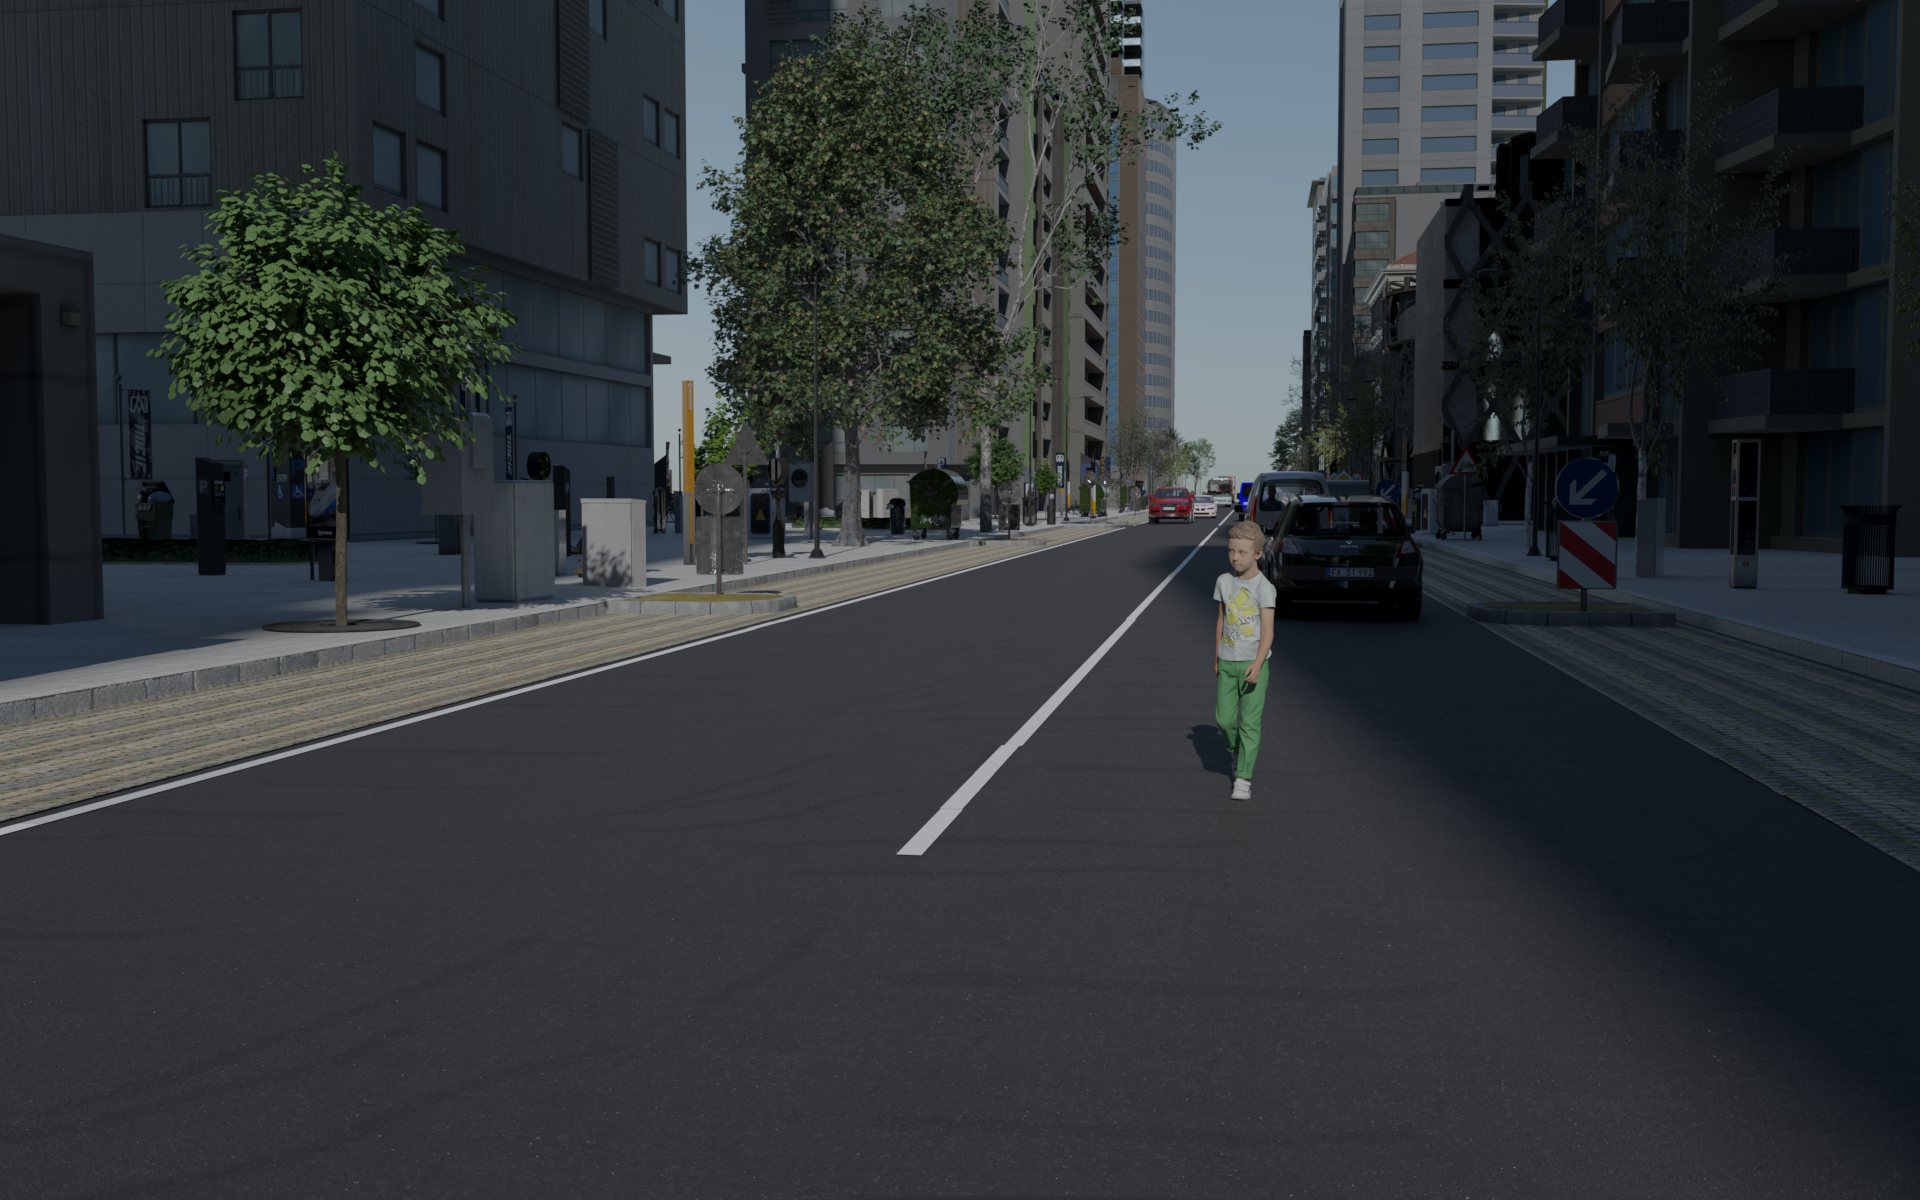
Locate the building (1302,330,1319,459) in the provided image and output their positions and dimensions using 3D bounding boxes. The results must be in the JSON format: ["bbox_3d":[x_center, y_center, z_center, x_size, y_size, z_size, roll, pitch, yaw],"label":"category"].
[{"bbox_3d":[66.543,-32.390,301.283,14.160,30.474,14.107,1,4,9],"label":"building"}]

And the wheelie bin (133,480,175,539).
[{"bbox_3d":[-18.691,-1.976,40.209,0.980,1.594,0.693,1,4,18],"label":"wheelie bin"}]

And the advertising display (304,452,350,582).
[{"bbox_3d":[-9.317,-1.241,25.505,0.974,1.923,0.123,3,4,38],"label":"advertising display"}]

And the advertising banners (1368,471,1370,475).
[{"bbox_3d":[30.385,-8.150,129.434,0.090,3.025,2.074,2,4,26],"label":"advertising banners"}]

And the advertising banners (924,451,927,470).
[{"bbox_3d":[-1.536,-4.517,70.049,0.090,3.025,2.074,1,4,11],"label":"advertising banners"}]

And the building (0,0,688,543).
[{"bbox_3d":[-26.144,-28.733,59.019,27.495,52.752,28.713,1,4,9],"label":"building"}]

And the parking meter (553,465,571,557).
[{"bbox_3d":[-8.174,-1.826,35.568,0.255,1.863,0.399,0,4,7],"label":"parking meter"}]

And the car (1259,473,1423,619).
[{"bbox_3d":[4.630,-0.703,21.276,2.009,1.686,4.222,1,4,8],"label":"car"}]

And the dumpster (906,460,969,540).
[{"bbox_3d":[-0.649,-2.819,48.577,1.502,2.255,1.985,1,4,9],"label":"dumpster"}]

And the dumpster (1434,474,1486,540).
[{"bbox_3d":[14.084,-2.631,48.768,1.264,1.857,1.865,1,4,9],"label":"dumpster"}]

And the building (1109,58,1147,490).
[{"bbox_3d":[12.275,-32.600,183.128,14.600,45.320,14.200,1,4,9],"label":"building"}]

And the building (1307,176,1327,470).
[{"bbox_3d":[70.637,-42.180,278.874,28.713,52.752,27.495,1,4,9],"label":"building"}]

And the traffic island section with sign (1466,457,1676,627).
[{"bbox_3d":[6.820,-0.669,19.571,1.989,1.847,2.006,1,4,9],"label":"traffic island section with sign"}]

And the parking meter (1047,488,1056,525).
[{"bbox_3d":[3.808,-3.901,72.186,0.372,1.533,0.369,0,3,0],"label":"parking meter"}]

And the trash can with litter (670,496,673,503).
[{"bbox_3d":[-20.183,-7.128,127.601,2.233,1.210,1.678,2,4,34],"label":"trash can with litter"}]

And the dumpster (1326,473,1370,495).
[{"bbox_3d":[15.149,-3.880,68.388,1.985,2.255,1.502,1,4,10],"label":"dumpster"}]

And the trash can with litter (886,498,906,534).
[{"bbox_3d":[-2.028,-2.688,55.343,0.624,1.170,1.055,0,4,1],"label":"trash can with litter"}]

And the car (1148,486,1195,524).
[{"bbox_3d":[10.363,-4.652,84.740,2.281,1.827,5.304,1,4,10],"label":"car"}]

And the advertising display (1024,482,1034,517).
[{"bbox_3d":[3.843,-5.586,96.547,0.123,1.923,0.974,2,4,32],"label":"advertising display"}]

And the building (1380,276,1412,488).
[{"bbox_3d":[37.898,-15.480,120.553,16.820,18.784,16.811,1,4,9],"label":"building"}]

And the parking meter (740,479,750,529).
[{"bbox_3d":[-7.828,-3.513,63.154,0.399,1.863,0.255,-1,4,-10],"label":"parking meter"}]

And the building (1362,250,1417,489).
[{"bbox_3d":[38.912,-18.552,139.475,11.583,22.565,21.152,1,4,9],"label":"building"}]

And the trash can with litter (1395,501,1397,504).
[{"bbox_3d":[23.281,-4.998,93.108,0.624,1.170,1.055,3,5,43],"label":"trash can with litter"}]

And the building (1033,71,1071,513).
[{"bbox_3d":[-0.065,-21.290,119.799,14.160,30.474,14.107,1,4,9],"label":"building"}]

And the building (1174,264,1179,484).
[{"bbox_3d":[23.990,-40.711,285.224,23.786,49.044,30.456,1,4,9],"label":"building"}]

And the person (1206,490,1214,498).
[{"bbox_3d":[26.082,-10.592,181.642,0.705,1.831,1.348,-3,5,-45],"label":"person"}]

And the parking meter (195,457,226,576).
[{"bbox_3d":[-11.836,-1.325,27.375,0.399,1.863,0.255,1,4,22],"label":"parking meter"}]

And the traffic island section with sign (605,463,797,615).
[{"bbox_3d":[-3.093,-0.779,21.364,1.989,1.847,2.006,1,4,9],"label":"traffic island section with sign"}]

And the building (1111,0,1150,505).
[{"bbox_3d":[11.783,-54.566,204.821,22.319,86.520,31.000,1,4,9],"label":"building"}]

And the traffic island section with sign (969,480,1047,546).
[{"bbox_3d":[1.372,-2.421,48.209,1.989,1.847,2.006,1,4,9],"label":"traffic island section with sign"}]

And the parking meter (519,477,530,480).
[{"bbox_3d":[-6.367,-1.064,25.801,0.372,1.533,0.369,0,3,0],"label":"parking meter"}]

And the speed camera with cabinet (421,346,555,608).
[{"bbox_3d":[-5.527,-1.591,20.350,0.660,3.252,2.038,1,4,16],"label":"speed camera with cabinet"}]

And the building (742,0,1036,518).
[{"bbox_3d":[-3.548,-25.327,97.691,14.154,41.232,14.086,1,4,9],"label":"building"}]

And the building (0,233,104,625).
[{"bbox_3d":[-19.588,-35.141,12.810,20.563,71.187,20.611,1,4,9],"label":"building"}]

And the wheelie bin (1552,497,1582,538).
[{"bbox_3d":[14.407,-2.007,40.726,0.980,1.594,0.693,2,4,25],"label":"wheelie bin"}]

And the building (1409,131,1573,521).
[{"bbox_3d":[32.267,-13.431,87.050,16.811,18.784,16.820,1,4,9],"label":"building"}]

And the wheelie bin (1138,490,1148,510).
[{"bbox_3d":[14.561,-7.973,138.269,0.980,1.594,0.693,0,4,-3],"label":"wheelie bin"}]

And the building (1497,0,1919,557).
[{"bbox_3d":[27.788,-23.940,46.043,22.147,44.769,28.867,1,4,9],"label":"building"}]

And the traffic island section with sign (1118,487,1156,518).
[{"bbox_3d":[10.370,-5.712,102.025,1.989,1.847,2.006,1,4,9],"label":"traffic island section with sign"}]

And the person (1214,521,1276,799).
[{"bbox_3d":[1.367,0.271,8.325,0.306,1.304,0.590,1,4,16],"label":"person"}]

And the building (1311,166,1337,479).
[{"bbox_3d":[62.774,-38.616,250.975,23.786,49.044,30.456,1,4,9],"label":"building"}]

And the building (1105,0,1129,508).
[{"bbox_3d":[6.013,-44.496,165.768,20.563,71.187,20.611,1,4,9],"label":"building"}]

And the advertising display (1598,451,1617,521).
[{"bbox_3d":[9.833,-1.290,26.310,0.123,1.923,0.974,2,4,28],"label":"advertising display"}]

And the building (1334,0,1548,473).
[{"bbox_3d":[50.671,-39.253,183.790,21.231,58.520,28.212,1,4,9],"label":"building"}]

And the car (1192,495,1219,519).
[{"bbox_3d":[14.323,-5.534,102.840,2.083,1.381,4.827,1,4,9],"label":"car"}]

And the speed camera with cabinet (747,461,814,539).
[{"bbox_3d":[-5.101,-3.385,49.686,2.038,3.252,0.660,1,4,22],"label":"speed camera with cabinet"}]

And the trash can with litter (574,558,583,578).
[{"bbox_3d":[-5.496,-0.947,26.876,0.624,1.170,1.055,1,4,20],"label":"trash can with litter"}]

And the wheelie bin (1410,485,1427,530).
[{"bbox_3d":[16.324,-3.266,61.311,0.693,1.594,0.980,-1,4,-8],"label":"wheelie bin"}]

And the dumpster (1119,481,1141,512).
[{"bbox_3d":[12.486,-7.635,127.325,1.502,2.255,1.985,1,4,9],"label":"dumpster"}]

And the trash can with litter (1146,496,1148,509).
[{"bbox_3d":[15.977,-8.392,148.602,0.624,1.170,1.055,0,4,-6],"label":"trash can with litter"}]

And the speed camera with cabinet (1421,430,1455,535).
[{"bbox_3d":[15.106,-3.683,54.548,0.660,3.252,2.038,0,4,-2],"label":"speed camera with cabinet"}]

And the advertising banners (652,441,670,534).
[{"bbox_3d":[-9.770,-3.709,56.824,0.090,3.025,2.074,0,4,6],"label":"advertising banners"}]

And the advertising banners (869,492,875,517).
[{"bbox_3d":[-4.912,-5.707,89.493,0.090,3.025,2.074,2,4,27],"label":"advertising banners"}]

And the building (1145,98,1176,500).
[{"bbox_3d":[20.564,-43.628,255.312,21.231,58.520,28.212,1,4,9],"label":"building"}]

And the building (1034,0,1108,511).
[{"bbox_3d":[0.793,-31.900,145.266,21.300,48.544,21.600,1,4,9],"label":"building"}]

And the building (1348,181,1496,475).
[{"bbox_3d":[44.034,-24.006,164.194,14.160,30.474,14.107,1,4,9],"label":"building"}]
